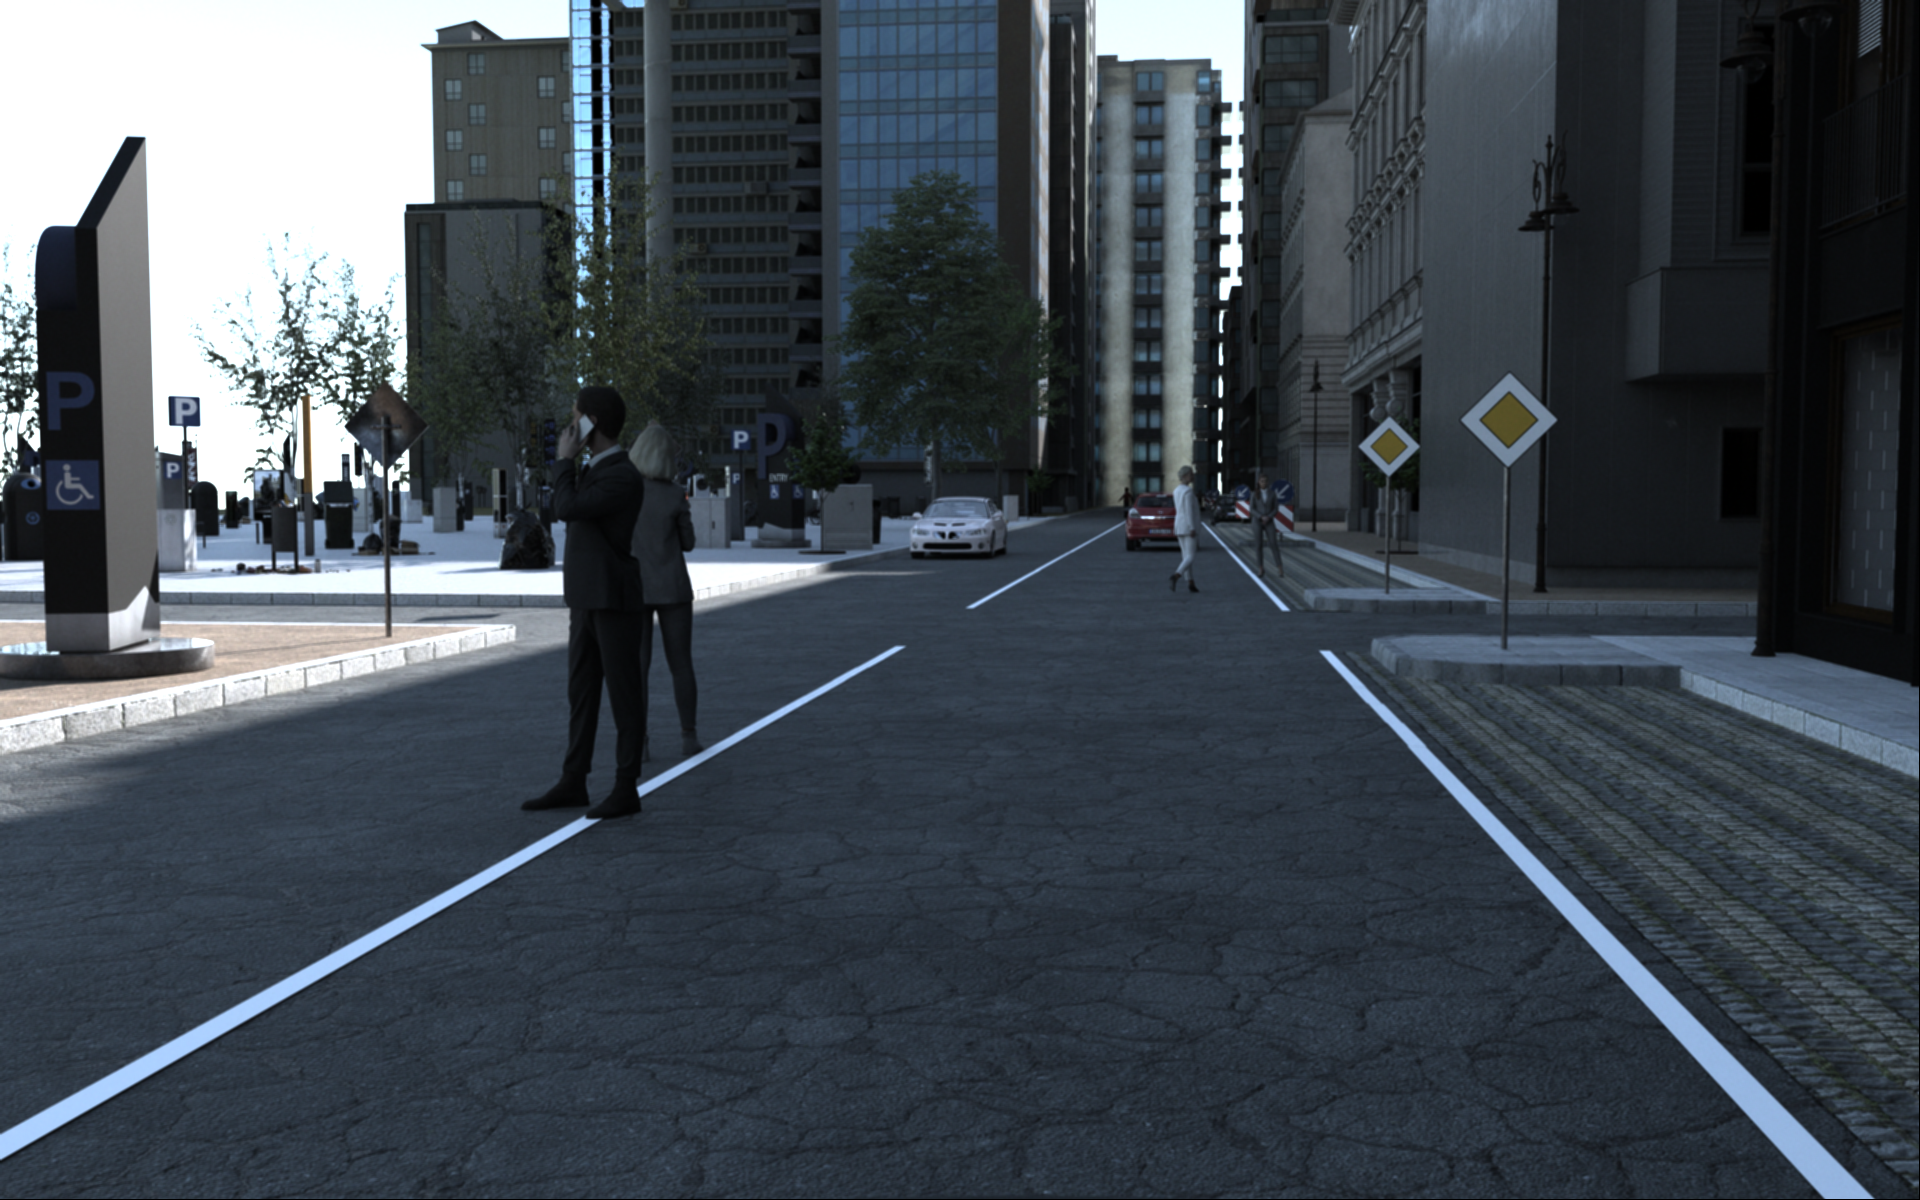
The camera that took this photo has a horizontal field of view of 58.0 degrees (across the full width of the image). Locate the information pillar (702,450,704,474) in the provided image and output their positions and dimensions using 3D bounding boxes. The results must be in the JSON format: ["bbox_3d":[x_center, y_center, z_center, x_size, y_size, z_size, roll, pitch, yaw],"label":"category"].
[{"bbox_3d":[-13.547,-6.121,91.426,0.183,3.616,0.504,-1,4,-12],"label":"information pillar"}]

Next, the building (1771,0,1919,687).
[{"bbox_3d":[11.740,-10.718,4.916,12.332,23.373,15.834,0,4,7],"label":"building"}]

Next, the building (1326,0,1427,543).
[{"bbox_3d":[17.628,-12.650,57.745,10.553,20.767,40.483,0,4,7],"label":"building"}]

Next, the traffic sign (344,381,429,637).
[{"bbox_3d":[-5.121,-0.724,15.472,0.795,2.450,0.064,0,4,7],"label":"traffic sign"}]

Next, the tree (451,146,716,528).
[{"bbox_3d":[-7.624,-5.341,37.686,4.737,8.622,4.395,0,3,0],"label":"tree"}]

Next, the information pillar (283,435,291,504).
[{"bbox_3d":[-25.937,-4.615,66.810,0.183,3.616,0.504,0,4,7],"label":"information pillar"}]

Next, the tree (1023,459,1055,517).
[{"bbox_3d":[4.255,-6.227,96.413,1.663,3.219,1.824,0,3,0],"label":"tree"}]

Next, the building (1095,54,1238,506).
[{"bbox_3d":[14.471,-35.005,191.933,30.456,49.044,23.786,0,4,7],"label":"building"}]

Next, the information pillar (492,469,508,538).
[{"bbox_3d":[-13.330,-2.798,50.235,0.304,2.012,0.304,3,5,41],"label":"information pillar"}]

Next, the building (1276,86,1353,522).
[{"bbox_3d":[21.248,-14.543,86.923,9.793,20.994,18.267,0,4,7],"label":"building"}]

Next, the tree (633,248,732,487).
[{"bbox_3d":[-8.564,-6.193,51.626,4.360,8.622,3.978,0,3,0],"label":"tree"}]

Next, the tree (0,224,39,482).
[{"bbox_3d":[-26.164,-5.988,48.260,4.360,8.622,3.978,0,3,0],"label":"tree"}]

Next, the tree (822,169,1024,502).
[{"bbox_3d":[-1.178,-8.753,61.246,7.486,12.596,7.792,0,3,0],"label":"tree"}]

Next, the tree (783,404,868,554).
[{"bbox_3d":[-3.039,-2.616,37.366,1.663,3.219,1.824,0,3,0],"label":"tree"}]

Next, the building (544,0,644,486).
[{"bbox_3d":[-23.796,-52.149,165.302,31.000,86.520,22.319,0,4,7],"label":"building"}]

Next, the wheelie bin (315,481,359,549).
[{"bbox_3d":[-14.643,-2.006,40.712,0.980,1.594,0.693,-2,4,-23],"label":"wheelie bin"}]

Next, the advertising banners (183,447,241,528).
[{"bbox_3d":[-28.009,-4.199,64.841,2.074,3.025,0.090,0,4,0],"label":"advertising banners"}]

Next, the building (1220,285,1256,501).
[{"bbox_3d":[37.909,-19.034,156.240,27.650,21.520,28.899,0,4,7],"label":"building"}]

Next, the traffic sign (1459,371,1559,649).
[{"bbox_3d":[4.497,-0.649,14.261,0.795,2.450,0.064,0,4,7],"label":"traffic sign"}]

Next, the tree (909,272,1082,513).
[{"bbox_3d":[1.721,-9.571,82.246,9.928,11.665,9.643,0,3,0],"label":"tree"}]

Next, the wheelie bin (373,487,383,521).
[{"bbox_3d":[-27.913,-4.544,82.200,0.693,1.594,0.980,0,4,7],"label":"wheelie bin"}]

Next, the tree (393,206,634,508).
[{"bbox_3d":[-11.374,-5.721,43.902,4.360,8.622,3.978,0,3,0],"label":"tree"}]

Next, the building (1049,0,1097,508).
[{"bbox_3d":[2.226,-44.380,163.868,20.611,71.187,20.563,0,4,7],"label":"building"}]

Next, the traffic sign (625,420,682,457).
[{"bbox_3d":[-4.137,-1.208,23.396,0.795,2.450,0.064,0,4,7],"label":"traffic sign"}]

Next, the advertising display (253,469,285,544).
[{"bbox_3d":[-17.772,-2.406,44.547,0.974,1.923,0.123,2,4,25],"label":"advertising display"}]

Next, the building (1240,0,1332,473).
[{"bbox_3d":[34.734,-32.879,126.805,28.713,52.752,27.495,0,4,7],"label":"building"}]

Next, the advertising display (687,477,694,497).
[{"bbox_3d":[-10.109,-3.656,64.995,0.123,1.923,0.974,-1,4,-16],"label":"advertising display"}]

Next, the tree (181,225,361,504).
[{"bbox_3d":[-18.354,-5.902,46.862,4.360,8.622,3.978,0,3,0],"label":"tree"}]

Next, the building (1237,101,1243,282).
[{"bbox_3d":[45.297,-34.748,187.744,30.456,49.044,23.786,0,4,7],"label":"building"}]

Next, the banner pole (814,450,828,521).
[{"bbox_3d":[-6.598,-5.694,83.109,0.863,3.779,0.401,-3,4,-36],"label":"banner pole"}]

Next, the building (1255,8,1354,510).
[{"bbox_3d":[25.354,-20.486,106.651,14.160,30.474,14.107,0,4,7],"label":"building"}]

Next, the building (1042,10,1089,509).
[{"bbox_3d":[3.243,-28.127,143.475,14.154,41.232,14.086,0,4,7],"label":"building"}]

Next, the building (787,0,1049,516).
[{"bbox_3d":[-1.993,-27.845,105.383,14.600,45.320,14.200,0,4,7],"label":"building"}]

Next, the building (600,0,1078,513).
[{"bbox_3d":[-7.836,-26.535,125.727,32.217,40.220,23.993,0,4,7],"label":"building"}]

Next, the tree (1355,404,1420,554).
[{"bbox_3d":[9.527,-2.626,37.542,1.663,3.219,1.824,0,3,0],"label":"tree"}]

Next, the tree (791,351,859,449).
[{"bbox_3d":[-6.849,-8.398,87.673,4.360,8.622,3.978,0,3,0],"label":"tree"}]

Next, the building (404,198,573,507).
[{"bbox_3d":[-45.877,-24.564,173.322,14.107,30.474,14.160,0,4,7],"label":"building"}]

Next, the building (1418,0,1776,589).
[{"bbox_3d":[23.468,-12.688,26.519,30.058,24.678,14.314,0,4,7],"label":"building"}]

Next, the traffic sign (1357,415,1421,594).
[{"bbox_3d":[5.481,-1.134,22.186,0.795,2.450,0.064,0,4,7],"label":"traffic sign"}]

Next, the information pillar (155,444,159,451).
[{"bbox_3d":[-37.762,-5.512,81.481,0.183,3.616,0.504,0,4,-8],"label":"information pillar"}]

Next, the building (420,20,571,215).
[{"bbox_3d":[-42.945,-37.425,201.129,27.495,52.752,28.713,0,4,7],"label":"building"}]

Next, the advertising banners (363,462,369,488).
[{"bbox_3d":[-31.766,-5.990,94.120,2.074,3.025,0.090,2,4,35],"label":"advertising banners"}]

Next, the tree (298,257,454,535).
[{"bbox_3d":[-18.385,-6.320,53.689,4.737,8.622,4.395,0,3,0],"label":"tree"}]

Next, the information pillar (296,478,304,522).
[{"bbox_3d":[-30.631,-4.652,80.555,0.304,2.012,0.304,2,4,33],"label":"information pillar"}]
